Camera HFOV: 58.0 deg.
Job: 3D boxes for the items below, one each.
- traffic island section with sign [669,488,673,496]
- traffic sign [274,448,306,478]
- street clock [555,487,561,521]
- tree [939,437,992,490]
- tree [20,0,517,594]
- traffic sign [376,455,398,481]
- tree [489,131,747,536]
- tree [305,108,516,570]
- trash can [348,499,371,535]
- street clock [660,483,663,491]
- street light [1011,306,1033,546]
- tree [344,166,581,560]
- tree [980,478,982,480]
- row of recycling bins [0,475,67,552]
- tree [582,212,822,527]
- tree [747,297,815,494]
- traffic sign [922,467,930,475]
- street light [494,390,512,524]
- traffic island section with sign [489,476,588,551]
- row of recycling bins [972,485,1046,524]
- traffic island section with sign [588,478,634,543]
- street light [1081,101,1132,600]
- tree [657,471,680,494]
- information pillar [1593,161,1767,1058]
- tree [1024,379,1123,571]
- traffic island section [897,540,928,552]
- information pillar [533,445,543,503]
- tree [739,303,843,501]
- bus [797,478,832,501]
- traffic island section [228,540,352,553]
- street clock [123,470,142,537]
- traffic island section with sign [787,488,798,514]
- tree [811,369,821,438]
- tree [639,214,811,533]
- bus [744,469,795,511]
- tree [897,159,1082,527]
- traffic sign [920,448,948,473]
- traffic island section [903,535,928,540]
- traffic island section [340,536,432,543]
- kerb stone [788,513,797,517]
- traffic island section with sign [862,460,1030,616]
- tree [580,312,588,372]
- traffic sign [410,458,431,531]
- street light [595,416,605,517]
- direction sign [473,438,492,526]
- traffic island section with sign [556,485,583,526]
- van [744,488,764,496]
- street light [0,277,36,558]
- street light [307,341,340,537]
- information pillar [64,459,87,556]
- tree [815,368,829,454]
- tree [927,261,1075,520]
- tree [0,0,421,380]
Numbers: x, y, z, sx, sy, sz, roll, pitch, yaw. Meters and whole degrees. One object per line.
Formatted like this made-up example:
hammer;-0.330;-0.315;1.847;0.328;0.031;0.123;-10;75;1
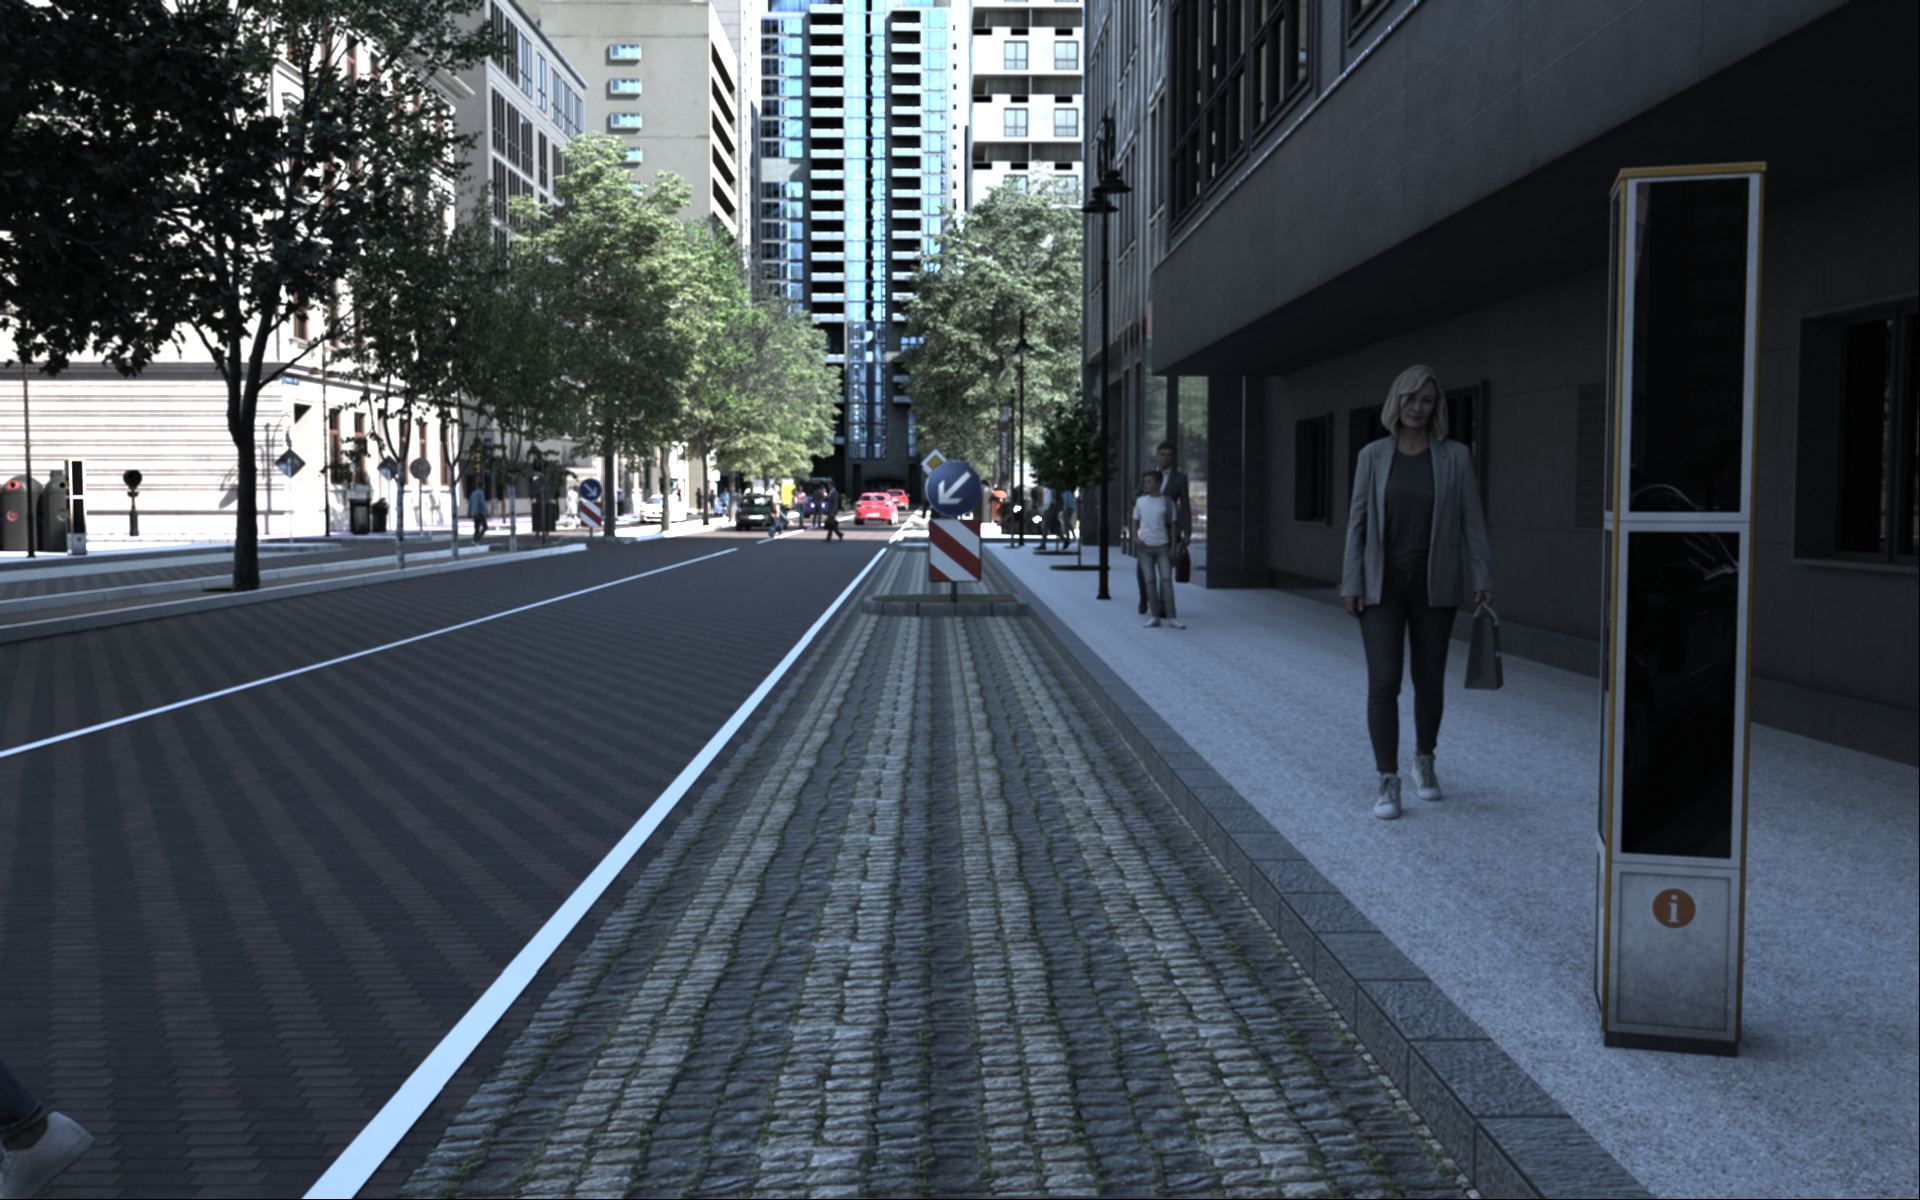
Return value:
traffic island section with sign;-17.555;-5.839;104.100;1.989;1.847;2.006;0;4;-1
traffic sign;-16.886;-2.536;43.650;0.795;2.593;0.064;0;4;-1
street clock;-19.273;-4.789;82.876;0.358;2.002;0.471;-1;4;-12
tree;0.383;-10.875;128.174;4.360;8.622;3.978;0;3;0
tree;-10.360;-5.915;24.929;9.928;11.665;9.643;0;3;0
traffic sign;-17.015;-3.024;51.634;0.795;2.593;0.064;0;4;-1
tree;-11.146;-8.195;54.573;7.486;12.596;7.792;0;3;0
tree;-10.437;-4.858;32.251;4.360;8.622;3.978;0;3;0
trash can;-18.957;-2.635;54.729;0.748;1.137;0.748;0;3;0
street clock;-19.811;-6.814;115.980;0.471;2.002;0.358;-2;4;-30
street light;1.520;-4.278;42.731;0.468;5.910;1.993;0;4;-1
tree;-10.852;-5.142;36.885;4.737;8.622;4.395;0;3;0
tree;0.296;-9.192;133.996;4.285;4.588;4.351;0;3;0
row of recycling bins;-21.266;-1.915;38.420;3.534;1.692;1.069;0;4;-4
tree;-11.072;-9.929;75.163;12.009;13.543;11.850;0;3;0
tree;-11.596;-10.191;87.203;7.486;12.596;7.792;0;3;0
traffic sign;-0.722;-3.039;51.875;0.795;2.593;0.064;0;4;-1
street light;-19.441;-6.174;73.733;0.468;5.910;1.993;0;4;-1
traffic island section with sign;-10.732;-2.196;44.049;2.006;1.907;1.989;0;4;-1
row of recycling bins;2.279;-4.183;75.505;3.534;1.692;1.069;-1;4;-18
traffic island section with sign;-10.842;-2.649;51.456;2.006;1.907;1.989;0;4;-1
street light;1.753;-2.946;20.953;0.468;5.910;1.993;0;4;-1
tree;-20.999;-7.871;123.294;1.663;3.219;1.824;0;3;0
information pillar;1.672;0.027;4.055;0.304;2.012;0.304;1;4;16
tree;1.902;-2.126;29.362;1.663;3.219;1.824;0;3;0
traffic island section;-0.570;-1.327;43.974;2.009;0.180;2.903;0;4;-1
information pillar;-20.110;-5.577;82.535;0.504;3.616;0.183;1;4;18
tree;-12.135;-12.581;114.819;9.857;13.997;8.962;0;3;0
bus;-15.757;-11.959;190.383;2.948;3.499;13.247;0;4;1
traffic island section;-16.909;-1.311;43.716;2.009;0.180;2.903;0;4;-1
street clock;-24.777;-2.895;51.910;0.358;2.002;0.471;3;4;37
traffic island section with sign;-12.062;-7.245;126.584;2.006;1.907;1.989;0;4;-1
tree;-11.518;-10.264;96.024;9.928;11.665;9.643;0;3;0
tree;-10.758;-8.268;63.399;9.928;11.665;9.643;0;3;0
bus;-15.222;-9.093;140.222;2.896;3.916;12.252;0;4;1
tree;1.705;-9.841;67.561;9.857;13.997;8.962;0;3;0
traffic sign;-0.593;-2.550;43.891;0.795;2.593;0.064;0;4;-1
traffic island section;-0.699;-1.815;51.958;2.009;0.180;2.903;0;4;-1
traffic island section;-17.038;-1.799;51.700;2.009;0.180;2.903;0;4;-1
kerb stone;-10.767;-5.449;111.289;0.120;0.150;1.000;0;4;-1
traffic island section with sign;-0.188;-0.762;21.082;1.989;1.847;2.006;0;4;-1
tree;-10.845;-5.437;41.713;4.737;8.622;4.395;0;3;0
traffic sign;-18.875;-3.699;60.587;0.768;2.556;0.104;0;4;2
street light;-19.765;-7.516;95.668;0.468;5.910;1.993;0;4;-1
direction sign;-19.431;-4.805;70.557;0.876;3.537;0.379;1;4;22
traffic island section with sign;-17.125;-4.184;77.029;1.989;1.847;2.006;0;4;-1
van;-14.734;-7.161;124.086;2.013;2.044;4.112;0;4;-3
street light;-18.785;-3.796;34.854;0.468;5.910;1.993;0;4;-1
street light;-19.048;-4.844;51.981;0.468;5.910;1.993;0;4;-1
information pillar;-18.487;-1.940;36.209;0.304;2.012;0.304;3;5;44
tree;-11.847;-11.288;105.144;7.486;12.596;7.792;0;3;0
tree;2.143;-10.183;84.623;7.486;12.596;7.792;0;3;0
tree;-10.180;-5.846;15.047;9.611;12.733;9.660;0;3;0
